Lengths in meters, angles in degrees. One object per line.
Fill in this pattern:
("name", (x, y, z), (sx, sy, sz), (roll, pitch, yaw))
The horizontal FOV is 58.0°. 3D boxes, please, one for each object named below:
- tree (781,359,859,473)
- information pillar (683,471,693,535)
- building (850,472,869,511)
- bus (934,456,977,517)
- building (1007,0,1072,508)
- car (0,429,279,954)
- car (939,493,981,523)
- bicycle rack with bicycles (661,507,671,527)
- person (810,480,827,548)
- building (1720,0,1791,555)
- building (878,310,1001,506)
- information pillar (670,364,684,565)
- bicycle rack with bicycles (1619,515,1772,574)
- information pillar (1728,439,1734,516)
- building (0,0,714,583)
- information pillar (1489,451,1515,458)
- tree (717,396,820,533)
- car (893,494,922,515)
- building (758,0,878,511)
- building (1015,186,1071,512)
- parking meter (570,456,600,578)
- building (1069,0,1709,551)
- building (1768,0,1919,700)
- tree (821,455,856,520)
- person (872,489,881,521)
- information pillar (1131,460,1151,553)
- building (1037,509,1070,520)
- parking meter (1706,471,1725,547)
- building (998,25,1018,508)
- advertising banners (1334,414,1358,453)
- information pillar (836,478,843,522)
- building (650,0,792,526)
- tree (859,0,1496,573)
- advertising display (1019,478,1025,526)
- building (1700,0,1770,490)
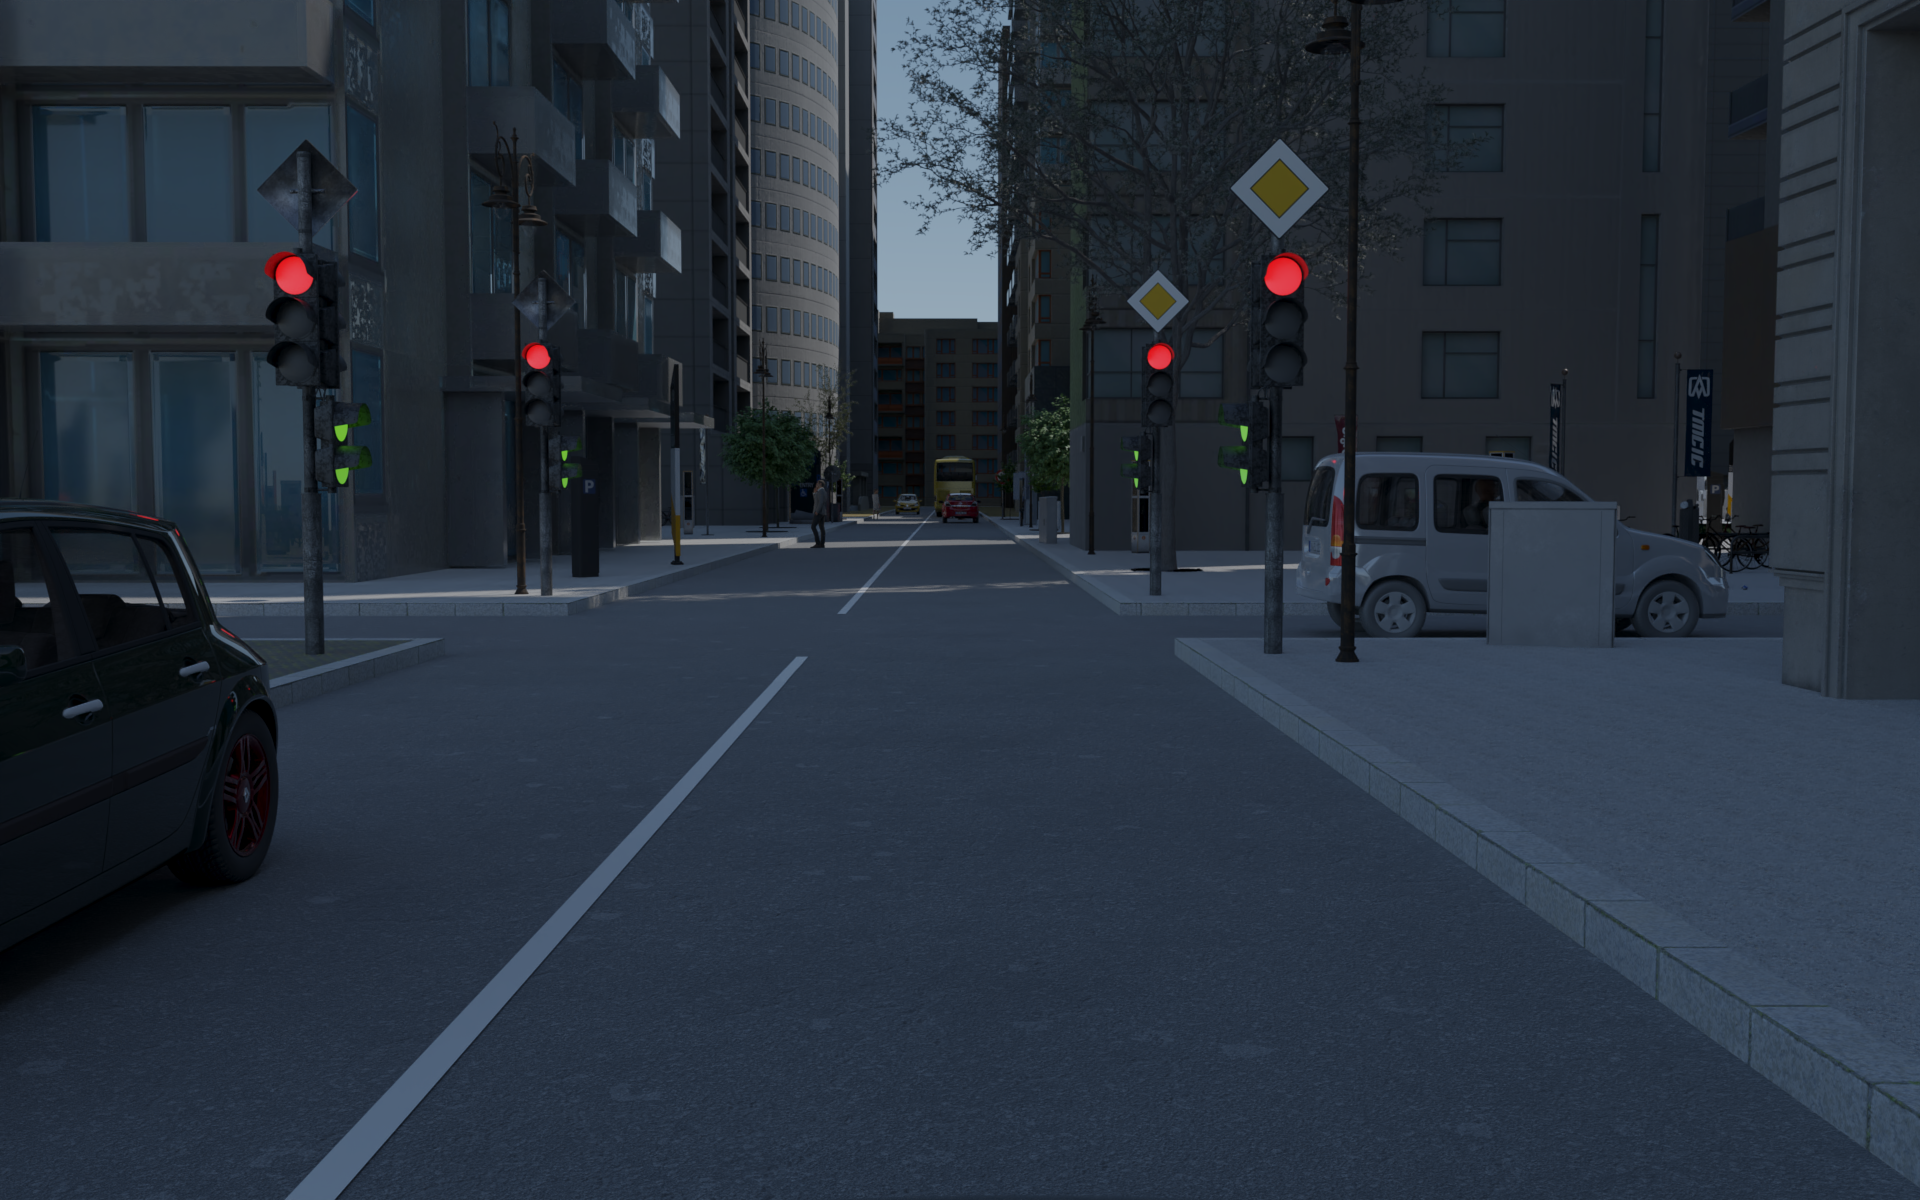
("tree", (-7.373, -8.796, 94.177), (4.360, 8.622, 3.978), (0, 3, 0))
("information pillar", (-8.620, -3.083, 54.905), (0.304, 2.012, 0.304), (-1, 4, -9))
("building", (-23.695, -27.228, 137.052), (32.217, 40.220, 23.993), (0, 4, 0))
("bus", (-0.298, -7.336, 111.494), (2.896, 3.916, 12.252), (0, 4, 0))
("building", (15.222, -31.926, 141.595), (23.786, 49.044, 30.456), (0, 4, 0))
("car", (-3.435, 0.293, 5.000), (2.009, 1.686, 4.222), (0, 4, -1))
("car", (0.007, -4.750, 86.705), (2.155, 1.783, 4.494), (0, 4, -1))
("bicycle rack with bicycles", (-12.395, -3.359, 68.303), (2.925, 0.926, 2.852), (0, 4, -7))
("person", (-3.770, -2.292, 46.150), (0.473, 1.802, 0.592), (1, 4, 22))
("building", (23.674, -23.211, 29.616), (14.200, 45.320, 14.600), (0, 4, 0))
("building", (-9.267, -21.419, 195.242), (28.899, 21.520, 27.650), (0, 4, 0))
("information pillar", (-5.165, -2.451, 31.429), (0.183, 3.616, 0.504), (-1, 4, -19))
("bicycle rack with bicycles", (13.000, -0.950, 28.918), (2.925, 0.926, 2.852), (0, 4, -5))
("information pillar", (29.590, -4.577, 66.195), (0.183, 3.616, 0.504), (-1, 4, -20))
("building", (-18.364, -25.480, 36.214), (23.786, 49.044, 30.456), (0, 4, 0))
("information pillar", (9.291, -1.545, 29.752), (0.304, 2.012, 0.304), (-2, 4, -35))
("tree", (-6.485, -4.559, 58.254), (4.285, 4.588, 4.351), (0, 3, 0))
("car", (-3.675, -6.829, 121.872), (2.015, 1.641, 3.980), (0, 4, -1))
("building", (-21.839, -37.816, 160.290), (28.212, 58.520, 21.231), (0, 4, 0))
("building", (17.953, -16.333, 112.088), (27.650, 21.520, 28.899), (0, 4, 0))
("parking meter", (-5.781, -1.286, 26.738), (0.255, 1.863, 0.399), (3, 5, 43))
("building", (9.808, -22.091, 44.781), (14.154, 41.232, 14.086), (0, 4, 0))
("building", (10.564, -10.102, 1.332), (11.583, 22.565, 21.152), (0, 4, 0))
("tree", (-6.247, -5.636, 86.745), (1.663, 3.219, 1.824), (0, 3, 0))
("person", (-4.525, -5.156, 93.555), (0.466, 1.731, 0.760), (0, 4, 6))
("information pillar", (3.917, -2.022, 37.546), (0.304, 2.012, 0.304), (-1, 4, -23))
("building", (14.906, -46.916, 79.752), (22.319, 86.520, 31.000), (0, 4, 0))
("parking meter", (18.402, -2.230, 42.179), (0.399, 1.863, 0.255), (2, 4, 24))
("building", (10.671, -31.429, 163.969), (14.600, 45.320, 14.200), (0, 4, 0))
("advertising banners", (9.219, -2.552, 37.907), (2.074, 3.025, 0.090), (1, 4, 19))
("information pillar", (-5.591, -4.633, 80.248), (0.304, 2.012, 0.304), (0, 4, -1))
("building", (-18.134, -39.148, 78.322), (20.563, 71.187, 20.611), (0, 4, 0))
("tree", (3.498, -7.209, 28.243), (12.009, 13.543, 11.850), (0, 3, 0))
("advertising display", (2.463, -3.896, 68.907), (0.123, 1.923, 0.974), (0, 4, 7))
("building", (67.503, -44.187, 160.707), (20.611, 71.187, 20.563), (0, 4, 0))
